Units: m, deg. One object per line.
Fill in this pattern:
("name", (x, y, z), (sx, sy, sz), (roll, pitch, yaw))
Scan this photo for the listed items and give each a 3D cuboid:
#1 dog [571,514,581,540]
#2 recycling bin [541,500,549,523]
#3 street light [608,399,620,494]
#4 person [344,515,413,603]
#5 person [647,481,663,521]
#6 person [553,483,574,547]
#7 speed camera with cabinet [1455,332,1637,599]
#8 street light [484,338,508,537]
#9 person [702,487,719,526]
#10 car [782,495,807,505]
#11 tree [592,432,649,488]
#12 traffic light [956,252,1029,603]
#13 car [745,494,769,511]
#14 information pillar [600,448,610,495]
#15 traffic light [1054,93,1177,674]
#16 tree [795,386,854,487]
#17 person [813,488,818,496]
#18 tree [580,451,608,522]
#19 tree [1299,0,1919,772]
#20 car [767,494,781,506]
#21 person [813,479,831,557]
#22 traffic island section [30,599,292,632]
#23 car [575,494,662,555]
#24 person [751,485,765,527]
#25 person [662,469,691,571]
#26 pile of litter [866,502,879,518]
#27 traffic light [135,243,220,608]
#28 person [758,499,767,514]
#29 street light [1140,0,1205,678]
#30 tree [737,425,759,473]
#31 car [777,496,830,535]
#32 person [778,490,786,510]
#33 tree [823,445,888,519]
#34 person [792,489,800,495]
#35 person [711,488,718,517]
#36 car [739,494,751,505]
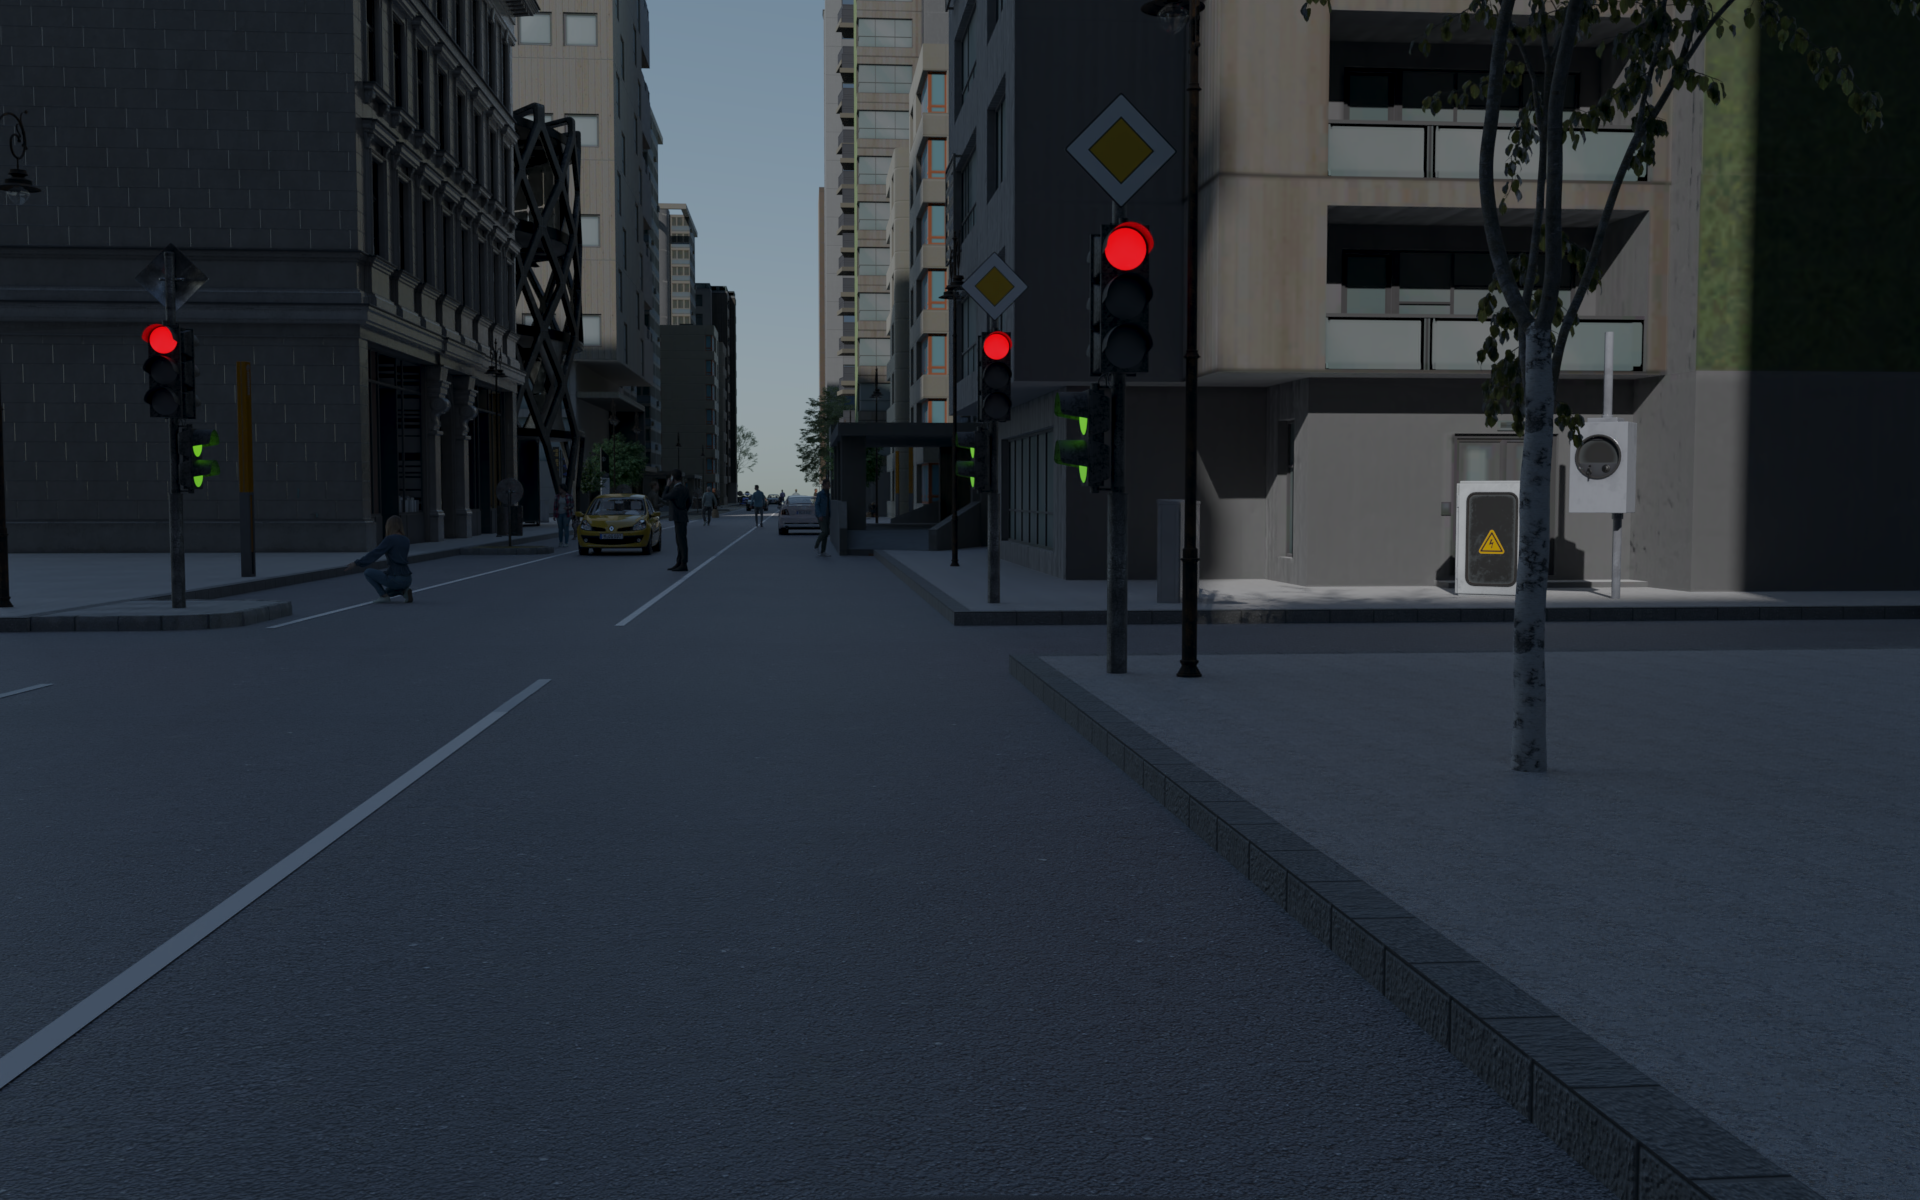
("dog", (-11.867, -2.298, 54.405), (0.800, 0.831, 0.513), (1, 4, 18))
("recycling bin", (-18.973, -3.995, 77.875), (0.722, 1.027, 0.722), (3, 5, 40))
("street light", (-16.741, -6.796, 83.900), (0.468, 5.910, 1.993), (0, 4, -5))
("person", (-7.606, -0.538, 22.787), (0.738, 1.151, 1.012), (2, 4, 32))
("person", (-7.830, -2.174, 44.601), (0.362, 1.759, 0.519), (-2, 4, -32))
("person", (-10.733, -2.300, 46.939), (0.563, 1.720, 0.643), (0, 4, 5))
("speed camera with cabinet", (7.240, -1.657, 21.434), (2.038, 3.252, 0.660), (2, 4, 32))
("street light", (-13.782, -4.819, 51.581), (0.468, 5.910, 1.993), (0, 4, -5))
("person", (-11.297, -4.243, 78.364), (0.782, 1.767, 0.515), (-2, 4, -26))
("car", (-10.060, -5.843, 107.892), (2.083, 1.381, 4.827), (0, 4, -4))
("tree", (-17.978, -6.570, 91.133), (4.285, 4.588, 4.351), (0, 3, 0))
("traffic light", (0.379, -1.917, 20.269), (0.839, 4.253, 0.868), (0, 4, -5))
("car", (-17.230, -8.402, 147.154), (2.009, 1.686, 4.222), (0, 4, -4))
("information pillar", (-18.072, -5.919, 88.132), (0.504, 3.616, 0.183), (-3, 5, -43))
("traffic light", (1.107, -1.431, 12.317), (0.839, 4.253, 0.868), (0, 4, -5))
("tree", (-13.315, -16.100, 181.367), (7.486, 12.596, 7.792), (0, 3, 0))
("person", (-9.586, -6.537, 115.521), (0.705, 1.807, 1.348), (0, 4, 7))
("tree", (-16.727, -5.122, 78.350), (1.663, 3.219, 1.824), (0, 3, 0))
("tree", (2.884, -3.515, 7.832), (4.360, 8.622, 3.978), (0, 3, 0))
("car", (-22.614, -12.244, 209.980), (2.009, 1.686, 4.222), (0, 4, -4))
("person", (-3.145, -1.887, 39.701), (0.444, 1.785, 0.601), (2, 4, 35))
("traffic island section", (-8.834, 0.167, 19.548), (2.009, 0.180, 2.903), (0, 4, -5))
("car", (-8.206, -1.936, 41.872), (2.015, 1.641, 3.980), (0, 4, -5))
("person", (-8.822, -4.110, 75.566), (0.638, 1.841, 0.748), (0, 4, -8))
("person", (-5.274, -1.488, 32.187), (0.474, 1.900, 0.648), (0, 4, 2))
("pile of litter", (-5.032, -4.955, 94.979), (1.176, 0.858, 1.719), (-1, 4, -9))
("traffic light", (-8.793, -1.865, 19.417), (0.839, 4.253, 0.868), (0, 4, -5))
("person", (-14.361, -7.051, 124.501), (0.721, 1.743, 1.217), (3, 5, 40))
("street light", (1.611, -2.398, 11.998), (0.468, 5.910, 1.993), (0, 4, -5))
("tree", (-32.942, -19.892, 250.986), (9.928, 11.665, 9.643), (0, 3, 0))
("car", (-5.557, -3.053, 62.283), (2.083, 1.381, 4.827), (0, 4, -4))
("person", (-16.157, -9.107, 157.272), (0.709, 1.838, 0.599), (-2, 4, -26))
("tree", (-5.370, -6.407, 88.467), (4.285, 4.588, 4.351), (0, 3, 0))
("person", (-12.281, -7.421, 129.918), (1.350, 1.814, 0.705), (1, 4, 9))
("person", (-15.704, -6.232, 110.524), (0.705, 1.807, 1.348), (1, 4, 14))
("car", (-26.742, -12.698, 217.205), (1.945, 1.707, 3.694), (0, 4, -3))
